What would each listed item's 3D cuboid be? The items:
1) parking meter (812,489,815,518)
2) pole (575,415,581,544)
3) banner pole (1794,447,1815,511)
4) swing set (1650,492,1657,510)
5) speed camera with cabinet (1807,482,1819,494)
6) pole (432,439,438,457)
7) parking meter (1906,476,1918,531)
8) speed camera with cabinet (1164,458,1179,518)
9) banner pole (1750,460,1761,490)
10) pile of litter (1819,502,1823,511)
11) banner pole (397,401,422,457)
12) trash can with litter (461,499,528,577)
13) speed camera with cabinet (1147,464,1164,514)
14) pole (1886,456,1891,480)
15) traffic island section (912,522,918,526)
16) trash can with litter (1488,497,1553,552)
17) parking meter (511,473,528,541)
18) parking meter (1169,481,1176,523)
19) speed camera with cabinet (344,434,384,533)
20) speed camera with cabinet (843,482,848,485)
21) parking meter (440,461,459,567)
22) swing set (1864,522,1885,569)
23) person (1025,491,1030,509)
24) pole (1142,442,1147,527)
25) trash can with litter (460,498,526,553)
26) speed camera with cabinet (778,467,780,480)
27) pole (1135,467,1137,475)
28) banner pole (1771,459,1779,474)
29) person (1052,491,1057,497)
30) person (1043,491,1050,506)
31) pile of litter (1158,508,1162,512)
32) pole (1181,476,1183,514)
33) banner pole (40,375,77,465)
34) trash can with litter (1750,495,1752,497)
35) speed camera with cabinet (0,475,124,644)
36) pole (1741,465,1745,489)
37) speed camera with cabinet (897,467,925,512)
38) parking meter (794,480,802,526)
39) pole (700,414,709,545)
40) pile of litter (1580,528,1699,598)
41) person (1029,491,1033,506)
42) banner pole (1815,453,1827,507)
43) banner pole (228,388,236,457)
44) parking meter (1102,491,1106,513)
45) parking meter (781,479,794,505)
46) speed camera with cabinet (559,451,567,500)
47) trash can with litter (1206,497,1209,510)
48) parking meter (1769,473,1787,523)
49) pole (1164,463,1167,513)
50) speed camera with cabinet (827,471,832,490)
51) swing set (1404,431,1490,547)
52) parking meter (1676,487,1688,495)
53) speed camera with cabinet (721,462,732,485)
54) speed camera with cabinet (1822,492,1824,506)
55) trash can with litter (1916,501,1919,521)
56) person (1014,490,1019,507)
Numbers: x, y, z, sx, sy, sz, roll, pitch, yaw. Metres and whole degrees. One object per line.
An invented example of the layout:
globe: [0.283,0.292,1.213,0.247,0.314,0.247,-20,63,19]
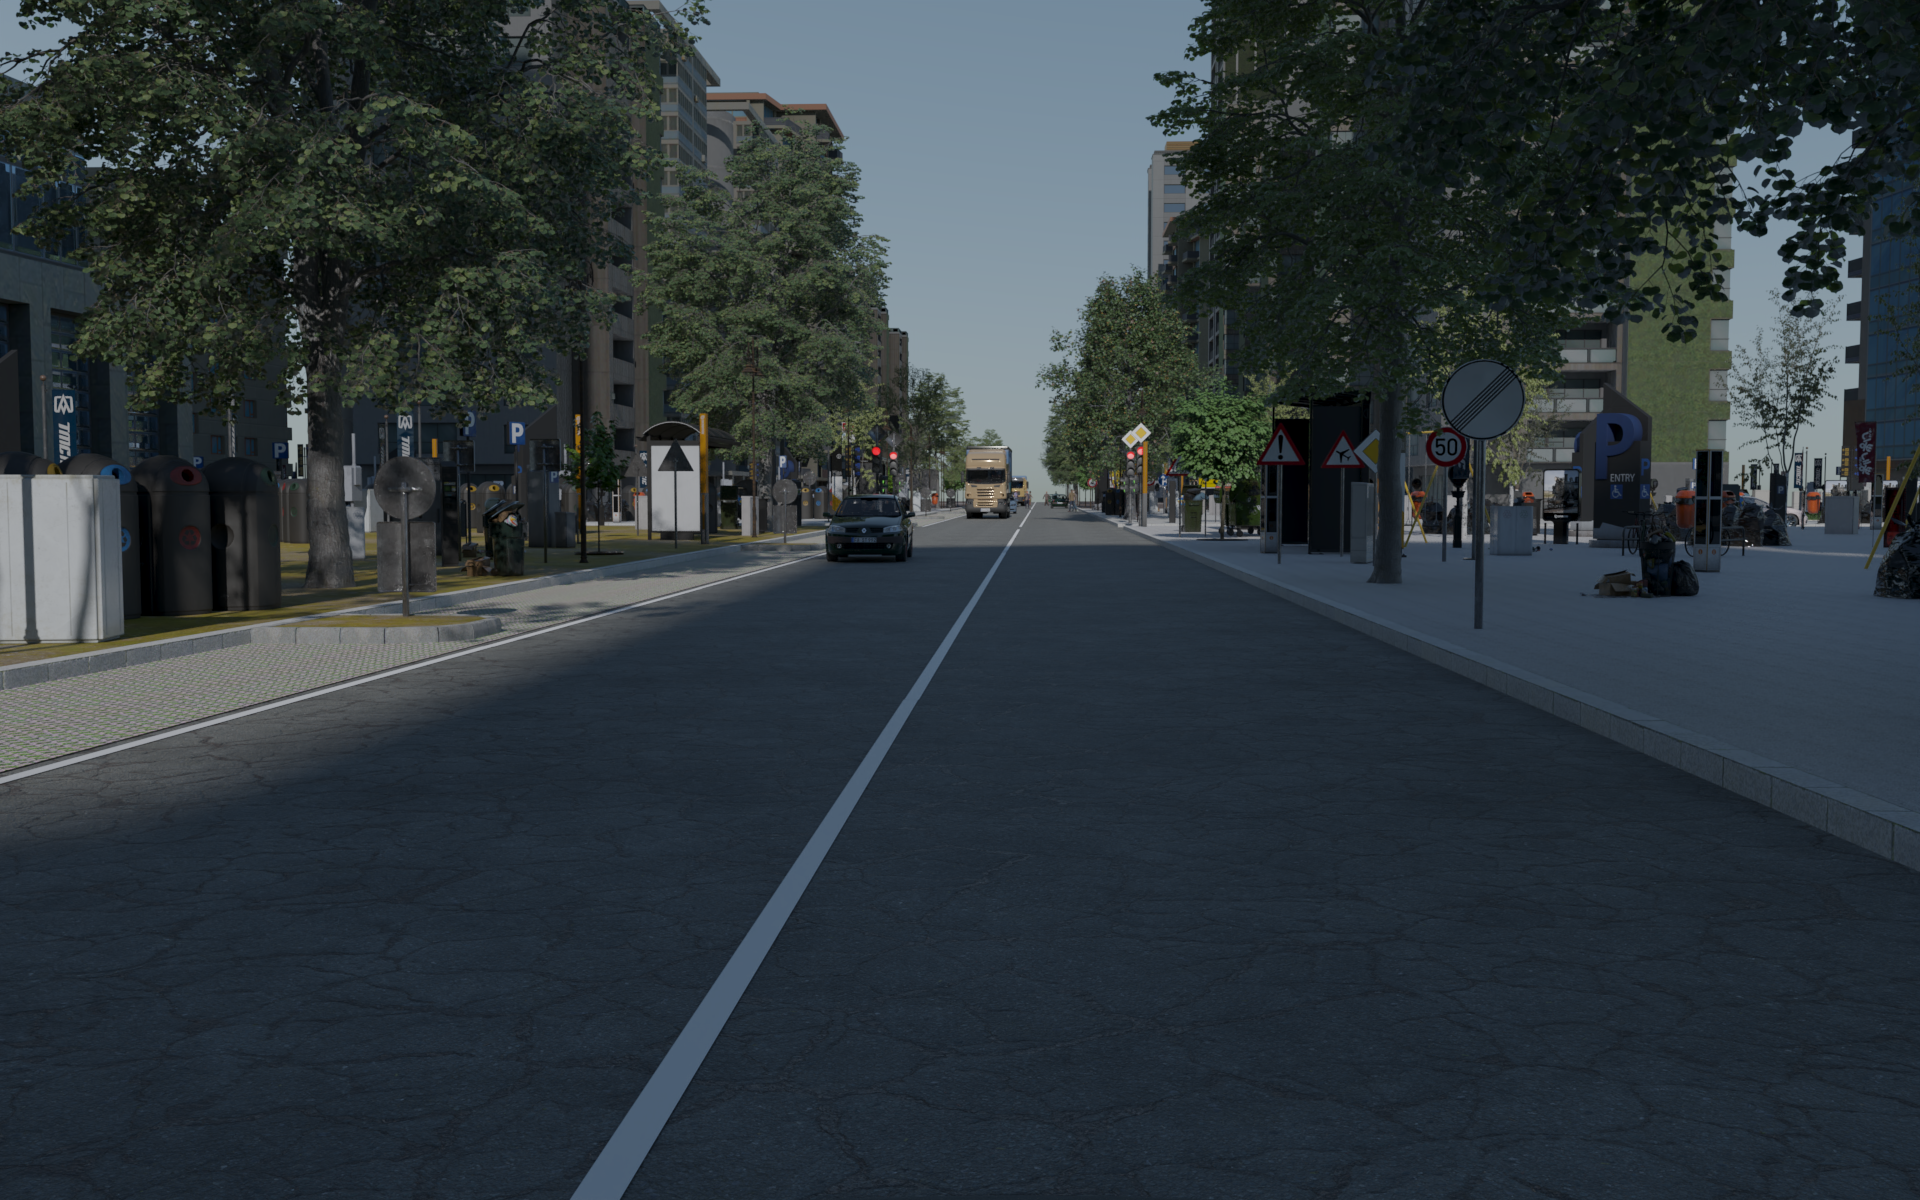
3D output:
parking meter: [-7.924,-5.126,92.214,0.372,1.533,0.369,0,3,0]
pole: [-9.796,-3.105,44.608,0.158,3.312,0.155,0,3,0]
banner pole: [44.706,-6.239,92.017,0.401,3.779,0.863,-3,5,-43]
swing set: [24.047,-4.051,63.851,2.862,2.851,3.119,0,4,-6]
speed camera with cabinet: [63.095,-8.183,128.129,0.660,3.252,2.038,2,4,34]
pole: [-19.442,-4.304,64.219,0.158,3.312,0.155,0,3,0]
parking meter: [25.201,-2.457,45.883,0.255,1.863,0.399,2,4,31]
speed camera with cabinet: [11.650,-6.139,94.707,0.660,3.252,2.038,0,4,5]
banner pole: [58.165,-8.352,126.568,0.863,3.779,0.401,3,4,39]
pile of litter: [58.327,-6.326,117.396,1.176,0.858,1.719,-1,4,-15]
banner pole: [-14.495,-3.413,45.814,0.863,3.779,0.401,-3,5,-41]
trash can with litter: [-7.295,-0.959,27.064,1.055,1.170,0.624,1,4,13]
speed camera with cabinet: [12.766,-7.289,113.512,0.660,3.252,2.038,-2,4,-27]
pole: [50.323,-6.122,93.930,0.158,3.312,0.155,0,3,0]
traffic island section: [-2.949,-3.345,76.971,2.009,0.180,2.903,0,4,3]
trash can with litter: [12.605,-1.727,39.288,1.678,1.210,2.233,1,4,10]
parking meter: [-12.074,-2.553,47.453,0.399,1.863,0.255,3,4,38]
parking meter: [9.407,-4.339,76.652,0.255,1.863,0.399,1,4,14]
speed camera with cabinet: [-19.889,-3.858,57.415,0.660,3.252,2.038,1,4,10]
speed camera with cabinet: [-8.330,-8.830,138.709,2.038,3.252,0.660,-1,4,-18]
parking meter: [-9.026,-1.523,30.609,0.255,1.863,0.399,-2,4,-23]
swing set: [17.488,-1.915,28.925,3.119,2.851,2.862,-1,4,-23]
person: [6.685,-9.920,171.226,0.617,1.759,0.750,0,4,-4]
pole: [7.206,-4.508,67.547,0.158,3.312,0.155,0,3,0]
trash can with litter: [-10.640,-1.633,37.757,2.233,1.210,1.678,0,4,-6]
speed camera with cabinet: [-12.311,-7.981,124.822,2.038,3.252,0.660,1,4,14]
pole: [11.722,-7.461,115.830,0.158,3.312,0.155,0,3,0]
banner pole: [58.348,-8.204,124.147,0.401,3.779,0.863,-2,4,-27]
person: [12.653,-13.442,228.351,1.350,1.814,0.705,0,4,-8]
person: [10.474,-12.260,209.500,0.990,1.755,0.434,1,4,19]
pile of litter: [13.999,-6.829,125.627,1.719,0.858,1.176,-2,4,-28]
pole: [14.472,-7.298,113.172,0.158,3.312,0.155,0,3,0]
banner pole: [-19.036,-2.845,36.537,0.863,3.779,0.401,-1,4,-8]
trash can with litter: [40.849,-4.812,89.733,1.678,1.210,2.233,2,4,28]
speed camera with cabinet: [-8.425,-1.262,14.965,2.038,3.252,0.660,0,4,-7]
pole: [54.404,-7.738,120.351,0.158,3.312,0.155,0,3,0]
speed camera with cabinet: [-3.594,-8.146,127.525,2.038,3.252,0.660,-1,4,-16]
parking meter: [-6.580,-3.920,69.808,0.255,1.863,0.399,-3,5,-43]
pole: [-6.500,-3.070,44.033,0.158,3.312,0.155,0,3,0]
pile of litter: [8.594,-0.486,21.905,1.719,0.858,1.176,-1,4,-11]
person: [8.741,-12.622,214.863,0.705,1.824,1.348,-1,4,-18]
banner pole: [52.515,-7.075,105.686,0.863,3.779,0.401,1,4,22]
banner pole: [-14.582,-2.735,34.730,0.401,3.779,0.863,-2,4,-31]
parking meter: [9.875,-6.734,118.513,0.372,1.533,0.369,0,3,0]
parking meter: [-6.581,-3.651,65.408,0.255,1.863,0.399,-3,4,-38]
speed camera with cabinet: [-16.350,-4.545,68.638,2.038,3.252,0.660,0,4,0]
trash can with litter: [19.910,-7.824,139.309,1.055,1.170,0.624,-2,4,-28]
parking meter: [22.691,-2.591,48.067,0.399,1.863,0.255,-1,4,-13]
pole: [13.679,-7.425,115.245,0.158,3.312,0.155,0,3,0]
speed camera with cabinet: [-11.475,-9.552,150.515,0.660,3.252,2.038,2,4,27]
swing set: [11.533,-2.801,43.410,2.862,2.851,3.119,-1,4,-22]
parking meter: [25.718,-3.260,61.717,0.372,1.533,0.369,0,3,0]
speed camera with cabinet: [-14.230,-6.887,106.943,0.660,3.252,2.038,-1,4,-23]
speed camera with cabinet: [60.601,-7.646,119.352,0.660,3.252,2.038,-3,5,-45]
trash can with litter: [18.419,-1.300,32.313,2.233,1.210,1.678,-1,4,-23]
person: [6.242,-11.076,189.455,0.599,1.838,0.709,2,4,32]
